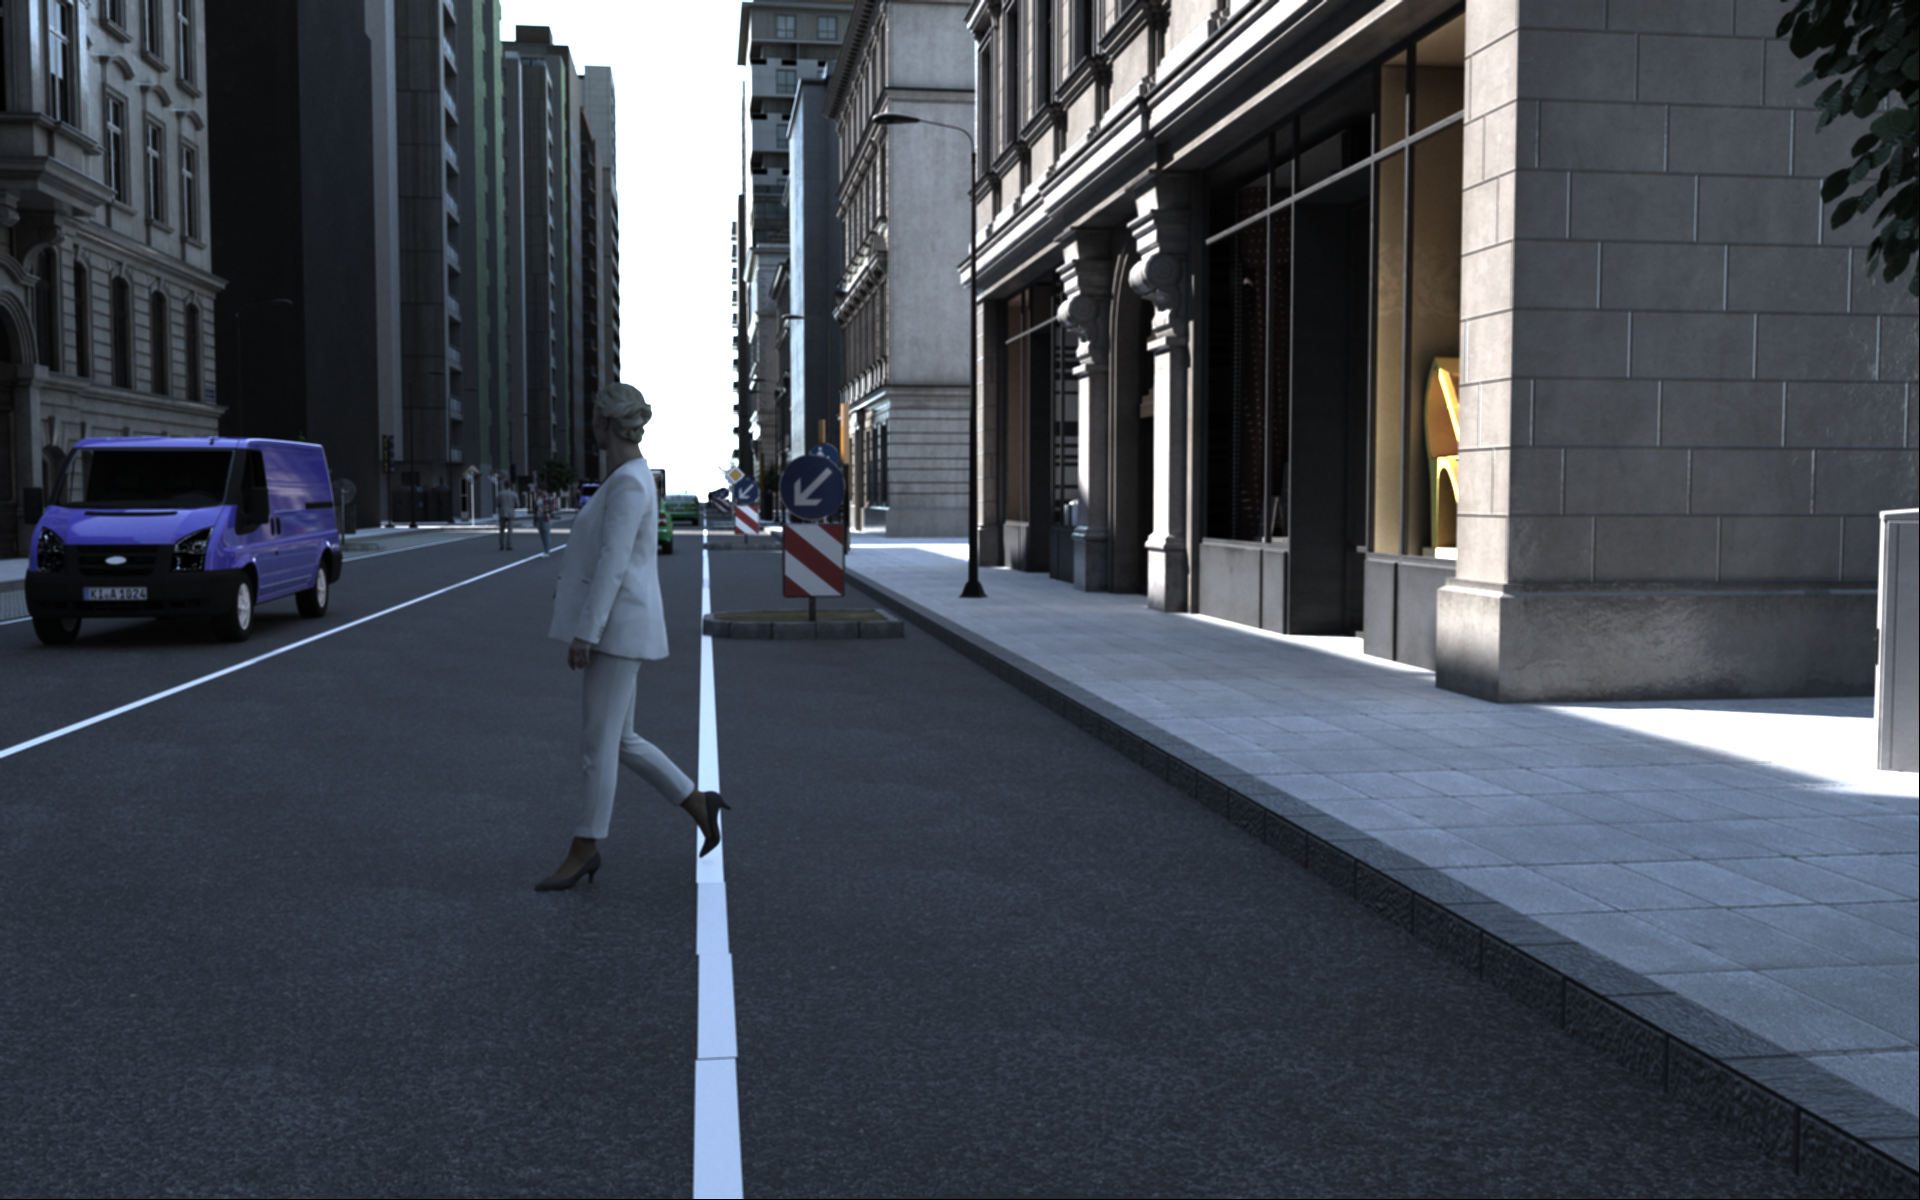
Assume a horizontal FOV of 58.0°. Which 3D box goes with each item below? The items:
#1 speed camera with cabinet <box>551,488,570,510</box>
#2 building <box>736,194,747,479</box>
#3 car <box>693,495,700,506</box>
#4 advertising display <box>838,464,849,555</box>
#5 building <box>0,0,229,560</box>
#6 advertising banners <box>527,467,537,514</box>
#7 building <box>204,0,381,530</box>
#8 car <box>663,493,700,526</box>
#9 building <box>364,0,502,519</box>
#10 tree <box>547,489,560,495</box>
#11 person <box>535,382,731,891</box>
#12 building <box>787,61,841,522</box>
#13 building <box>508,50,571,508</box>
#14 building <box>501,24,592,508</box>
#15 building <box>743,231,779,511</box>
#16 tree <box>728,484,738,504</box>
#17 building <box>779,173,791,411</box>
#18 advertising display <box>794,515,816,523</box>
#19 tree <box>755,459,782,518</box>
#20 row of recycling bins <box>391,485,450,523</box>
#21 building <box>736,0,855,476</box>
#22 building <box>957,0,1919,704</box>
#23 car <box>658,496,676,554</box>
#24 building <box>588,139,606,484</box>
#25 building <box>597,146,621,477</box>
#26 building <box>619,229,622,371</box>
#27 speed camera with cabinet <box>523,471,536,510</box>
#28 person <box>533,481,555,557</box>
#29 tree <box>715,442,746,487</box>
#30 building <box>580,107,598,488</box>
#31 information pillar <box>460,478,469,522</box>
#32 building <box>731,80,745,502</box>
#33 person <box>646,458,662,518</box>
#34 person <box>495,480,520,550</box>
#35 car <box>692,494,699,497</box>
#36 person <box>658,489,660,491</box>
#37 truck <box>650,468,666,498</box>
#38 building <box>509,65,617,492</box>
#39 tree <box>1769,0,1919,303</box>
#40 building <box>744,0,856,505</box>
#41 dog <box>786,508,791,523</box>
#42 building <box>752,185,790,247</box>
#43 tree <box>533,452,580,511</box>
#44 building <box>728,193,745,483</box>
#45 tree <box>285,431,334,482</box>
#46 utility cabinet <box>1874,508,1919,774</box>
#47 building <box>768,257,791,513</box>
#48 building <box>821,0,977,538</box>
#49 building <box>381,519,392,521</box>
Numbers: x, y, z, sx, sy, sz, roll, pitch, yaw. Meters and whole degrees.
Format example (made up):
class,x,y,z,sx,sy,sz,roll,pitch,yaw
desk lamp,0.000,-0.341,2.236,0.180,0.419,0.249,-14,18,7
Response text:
class,x,y,z,sx,sy,sz,roll,pitch,yaw
speed camera with cabinet,-32.846,-8.970,140.994,2.038,3.252,0.660,-1,4,-15
building,-25.343,-36.828,252.240,14.600,45.320,14.200,-1,4,-8
car,-31.514,-11.656,202.939,2.083,1.381,4.827,0,4,-7
advertising display,-2.489,-1.949,37.080,0.123,1.923,0.974,-1,4,-10
building,-23.992,-13.020,31.969,14.460,24.649,34.723,-1,4,-8
advertising banners,-27.347,-7.012,110.832,0.090,3.025,2.074,0,4,4
building,-29.403,-14.043,59.284,15.834,23.373,12.332,-1,4,-8
car,-13.004,-4.358,80.048,1.959,1.807,4.718,-1,4,-10
building,-36.409,-25.970,108.206,14.154,41.232,14.086,-1,4,-8
tree,-32.073,-8.647,135.983,1.663,3.219,1.824,0,3,0
person,-1.206,0.119,6.440,0.818,1.842,0.514,-2,4,-30
building,6.784,-16.382,86.914,30.058,24.678,14.314,-1,4,-8
building,-42.933,-28.876,155.715,14.154,41.232,14.086,-1,4,-8
building,-44.534,-31.774,169.623,14.600,45.320,14.200,-1,4,-8
building,-12.085,-19.222,143.159,11.050,23.489,19.941,-1,4,-8
tree,-30.808,-14.742,235.624,1.663,3.219,1.824,0,3,0
building,-4.636,-16.804,103.627,11.050,23.489,19.941,-1,4,-8
advertising display,-4.594,-2.913,52.847,0.974,1.923,0.123,1,4,10
tree,-10.151,-6.050,93.512,1.663,3.219,1.824,0,3,0
row of recycling bins,-24.591,-4.400,79.054,1.069,1.692,3.534,2,4,24
building,-9.084,-36.493,185.898,28.713,52.752,27.495,-1,4,-8
building,4.783,-10.965,30.190,10.553,20.767,40.483,-1,4,-8
car,-7.975,-2.067,42.600,1.959,1.807,4.718,-1,4,-10
building,-51.157,-34.412,212.742,14.600,45.320,14.200,-1,4,-8
building,-58.848,-37.830,242.229,21.300,48.544,21.600,-1,4,-8
building,-63.951,-39.640,267.723,23.786,49.044,30.456,-1,4,-8
speed camera with cabinet,-36.960,-9.441,148.688,0.660,3.252,2.038,-2,4,-33
person,-9.415,-1.833,39.305,0.563,1.720,0.643,2,4,30
tree,-32.151,-17.864,242.444,4.360,8.622,3.978,0,3,0
building,-51.842,-32.792,190.774,22.147,44.769,28.867,-1,4,-8
information pillar,-23.039,-4.652,80.555,0.304,2.012,0.304,0,4,-2
building,-29.436,-52.680,299.575,20.563,71.187,20.611,-1,4,-8
person,-3.200,-0.526,17.280,0.473,1.802,0.592,0,4,-7
person,-11.592,-2.184,44.402,0.606,1.804,0.583,-1,4,-13
car,-42.824,-16.436,277.521,1.959,1.807,4.718,0,4,-8
person,-23.513,-7.780,135.729,0.620,1.820,0.660,0,4,-1
truck,-33.644,-12.290,189.850,2.839,4.237,11.283,0,4,-8
building,-66.194,-52.289,293.176,20.563,71.187,20.611,-1,4,-8
tree,3.222,-1.226,3.753,4.285,4.588,4.351,0,3,0
building,-15.740,-41.030,212.845,21.231,58.520,28.212,-1,4,-8
dog,-6.562,-3.298,68.306,0.513,0.831,0.800,-1,4,-15
building,-12.732,-24.058,165.056,14.160,30.474,14.107,-1,4,-8
tree,-30.819,-9.063,131.887,4.285,4.588,4.351,0,3,0
building,-25.081,-40.093,275.130,23.786,49.044,30.456,-1,4,-8
tree,-19.898,-3.516,52.083,1.663,3.219,1.824,0,3,0
utility cabinet,4.595,0.170,8.382,0.306,1.237,1.020,2,4,27
building,-7.929,-15.809,123.106,10.561,19.102,19.286,-1,4,-8
building,1.157,-11.943,59.901,10.561,19.102,19.286,-1,4,-8
building,-31.738,-24.649,86.611,14.154,41.232,14.086,-1,4,-8
